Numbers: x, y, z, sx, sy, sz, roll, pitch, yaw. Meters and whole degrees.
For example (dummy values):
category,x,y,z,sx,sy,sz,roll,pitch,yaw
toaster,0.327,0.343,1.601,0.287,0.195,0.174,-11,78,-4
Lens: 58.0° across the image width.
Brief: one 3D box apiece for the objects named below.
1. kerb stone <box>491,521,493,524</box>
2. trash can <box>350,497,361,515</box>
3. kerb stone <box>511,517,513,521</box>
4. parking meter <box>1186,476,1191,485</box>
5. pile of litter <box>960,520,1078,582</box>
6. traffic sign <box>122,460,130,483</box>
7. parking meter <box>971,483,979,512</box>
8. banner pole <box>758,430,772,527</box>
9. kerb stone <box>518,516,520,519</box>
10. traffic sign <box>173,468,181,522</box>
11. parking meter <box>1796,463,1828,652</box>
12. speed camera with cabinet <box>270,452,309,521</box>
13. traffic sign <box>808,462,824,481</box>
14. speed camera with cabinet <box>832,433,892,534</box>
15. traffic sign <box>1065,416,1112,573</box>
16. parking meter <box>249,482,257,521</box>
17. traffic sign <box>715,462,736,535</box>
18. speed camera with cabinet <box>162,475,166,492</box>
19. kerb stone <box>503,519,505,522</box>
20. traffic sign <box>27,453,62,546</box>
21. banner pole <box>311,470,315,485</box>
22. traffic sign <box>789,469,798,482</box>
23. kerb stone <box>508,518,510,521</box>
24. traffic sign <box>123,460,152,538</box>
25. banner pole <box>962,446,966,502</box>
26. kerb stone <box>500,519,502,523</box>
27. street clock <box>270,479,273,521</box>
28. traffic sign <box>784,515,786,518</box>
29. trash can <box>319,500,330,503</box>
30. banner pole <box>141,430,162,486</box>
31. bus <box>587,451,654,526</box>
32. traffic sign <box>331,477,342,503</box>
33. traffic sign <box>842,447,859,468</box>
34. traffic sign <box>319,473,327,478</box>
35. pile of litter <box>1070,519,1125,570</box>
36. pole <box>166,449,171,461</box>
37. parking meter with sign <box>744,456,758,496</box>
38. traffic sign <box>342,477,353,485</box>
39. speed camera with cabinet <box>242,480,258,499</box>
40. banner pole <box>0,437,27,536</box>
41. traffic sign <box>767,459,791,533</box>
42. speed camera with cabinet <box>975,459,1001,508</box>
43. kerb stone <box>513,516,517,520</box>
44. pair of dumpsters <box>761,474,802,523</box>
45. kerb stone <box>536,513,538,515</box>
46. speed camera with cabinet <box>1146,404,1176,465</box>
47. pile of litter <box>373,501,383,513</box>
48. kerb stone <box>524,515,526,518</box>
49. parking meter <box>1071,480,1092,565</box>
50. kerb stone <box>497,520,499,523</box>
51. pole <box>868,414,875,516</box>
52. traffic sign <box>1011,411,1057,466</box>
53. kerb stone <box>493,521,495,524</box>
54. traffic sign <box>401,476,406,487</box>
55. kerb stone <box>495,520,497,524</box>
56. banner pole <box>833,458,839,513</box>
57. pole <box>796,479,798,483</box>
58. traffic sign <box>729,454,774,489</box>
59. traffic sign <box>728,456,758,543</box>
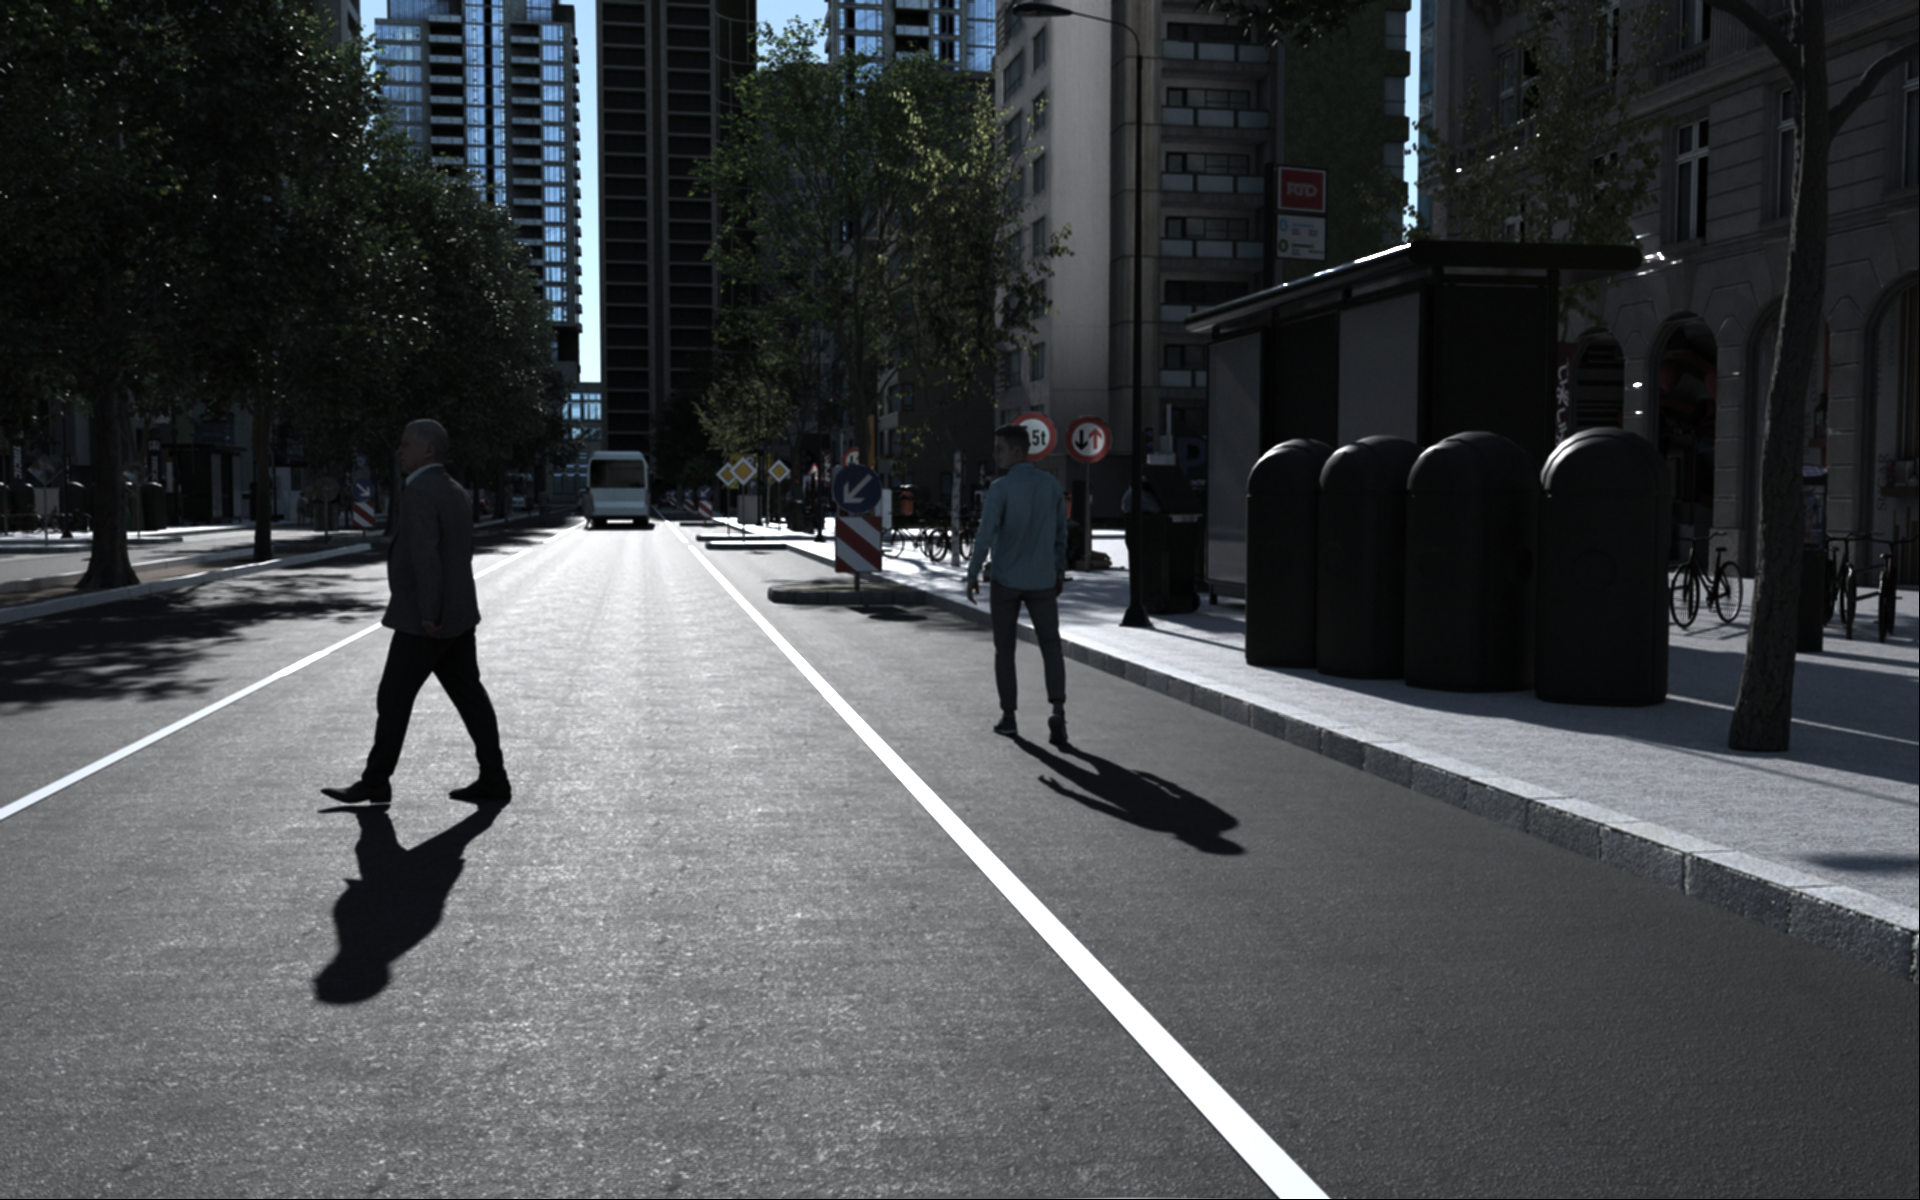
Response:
category,x,y,z,sx,sy,sz,roll,pitch,yaw
kerb stone,-21.842,-3.548,80.208,0.120,0.150,1.000,-1,4,-10
trash can,-36.164,-5.624,103.613,0.748,1.137,0.748,0,3,0
kerb stone,-24.065,-4.289,92.313,0.120,0.150,1.000,-1,4,-10
parking meter,7.228,-3.061,55.759,0.255,1.863,0.399,-1,4,-22
pile of litter,0.820,-0.707,25.525,1.719,0.858,1.176,0,4,2
traffic sign,-31.873,-4.053,66.266,0.884,2.594,0.081,-1,4,-10
parking meter,0.795,-5.413,94.217,0.399,1.863,0.255,-2,4,-33
banner pole,-7.693,-4.760,67.845,0.401,3.779,0.863,-3,4,-38
kerb stone,-24.998,-4.597,97.353,0.120,0.150,1.000,-1,4,-10
traffic sign,-34.577,-4.614,76.627,0.795,2.450,0.064,0,4,-1
parking meter,6.872,-0.352,14.168,0.372,1.533,0.369,0,3,0
speed camera with cabinet,-32.363,-5.426,83.047,0.660,3.252,2.038,3,5,42
traffic sign,-5.934,-4.317,70.589,0.884,2.594,0.081,-1,4,-9
speed camera with cabinet,-3.183,-3.779,56.117,2.038,3.252,0.660,2,4,34
traffic sign,2.084,-1.723,28.272,0.768,2.556,0.104,0,4,-5
parking meter,-33.736,-4.711,82.731,0.399,1.863,0.255,3,5,45
traffic sign,-7.171,-3.056,53.606,0.795,2.450,0.064,-1,4,-10
speed camera with cabinet,-38.878,-5.405,82.703,0.660,3.252,2.038,3,4,39
kerb stone,-23.130,-3.977,87.255,0.120,0.150,1.000,-1,4,-10
traffic sign,-22.540,-2.388,42.687,0.795,2.450,0.064,-1,4,-10
banner pole,-38.297,-6.886,102.603,0.401,3.779,0.863,0,4,-5
traffic sign,-8.570,-5.350,87.580,0.768,2.556,0.104,-1,4,-10
kerb stone,-23.700,-4.160,90.282,0.120,0.150,1.000,-1,4,-10
traffic sign,-23.987,-2.868,50.540,0.795,2.450,0.064,-1,4,-10
banner pole,0.203,-5.982,87.828,0.401,3.779,0.863,-1,4,-13
kerb stone,-22.773,-3.856,85.238,0.120,0.150,1.000,-1,4,-10
street clock,-32.627,-4.721,81.756,0.358,2.002,0.471,-3,5,-40
traffic sign,-9.564,-5.653,94.562,0.606,2.300,0.079,-1,4,-9
trash can,-36.071,-5.296,98.249,0.748,1.137,0.748,0,3,0
banner pole,-31.502,-4.734,67.419,0.863,3.779,0.401,-2,4,-32
bus,-15.770,-5.247,80.644,2.948,3.499,13.247,-1,4,-10
traffic sign,-36.420,-6.059,101.188,0.606,2.300,0.079,0,4,-8
traffic sign,-2.833,-2.876,47.133,0.768,2.556,0.104,0,4,-3
traffic sign,-37.931,-6.312,103.314,0.768,2.556,0.104,0,4,-2
pile of litter,2.057,-0.948,29.464,1.719,0.858,1.176,-1,4,-18
pole,-34.657,-5.019,75.901,0.158,3.312,0.155,0,3,0
parking meter with sign,-9.478,-5.055,78.912,0.543,3.016,1.738,-1,4,-12
traffic sign,-42.002,-7.254,118.710,0.768,2.556,0.104,0,4,-2
speed camera with cabinet,-44.771,-7.080,110.092,2.038,3.252,0.660,1,4,20
banner pole,-29.036,-3.857,53.077,0.401,3.779,0.863,3,5,42
traffic sign,-5.943,-3.410,56.939,0.795,2.450,0.064,0,4,-6
speed camera with cabinet,1.367,-5.560,85.235,0.660,3.252,2.038,-1,4,-22
kerb stone,-24.625,-4.472,95.329,0.120,0.150,1.000,-1,4,-10
pair of dumpsters,-8.092,-4.664,78.751,1.574,2.255,4.437,-1,4,-10
kerb stone,-28.154,-5.644,114.501,0.120,0.150,1.000,-1,4,-10
speed camera with cabinet,4.435,-2.729,38.951,0.660,3.252,2.038,0,4,2
pile of litter,-39.934,-6.325,117.371,1.719,0.858,1.176,-2,4,-33
kerb stone,-25.931,-4.905,102.397,0.120,0.150,1.000,-1,4,-10
parking meter,2.217,-1.415,31.551,0.372,1.533,0.369,0,3,0
kerb stone,-22.395,-3.733,83.225,0.120,0.150,1.000,-1,4,-10
pole,-2.266,-3.084,44.266,0.158,3.312,0.155,0,3,0
traffic sign,1.113,-1.633,26.803,0.768,2.556,0.104,0,4,-1
kerb stone,-22.034,-3.610,81.213,0.120,0.150,1.000,-1,4,-10
traffic sign,-39.462,-7.468,122.203,0.768,2.556,0.104,-1,4,-8
kerb stone,-22.212,-3.666,82.220,0.120,0.150,1.000,-1,4,-10
banner pole,-8.567,-7.936,119.765,0.401,3.779,0.863,-2,4,-35
pole,-8.217,-5.750,87.859,0.158,3.312,0.155,0,3,0
traffic sign,-10.527,-5.724,87.453,2.265,3.308,0.079,0,4,-5
traffic sign,-5.724,-2.576,45.752,0.795,2.450,0.064,-1,4,-10
